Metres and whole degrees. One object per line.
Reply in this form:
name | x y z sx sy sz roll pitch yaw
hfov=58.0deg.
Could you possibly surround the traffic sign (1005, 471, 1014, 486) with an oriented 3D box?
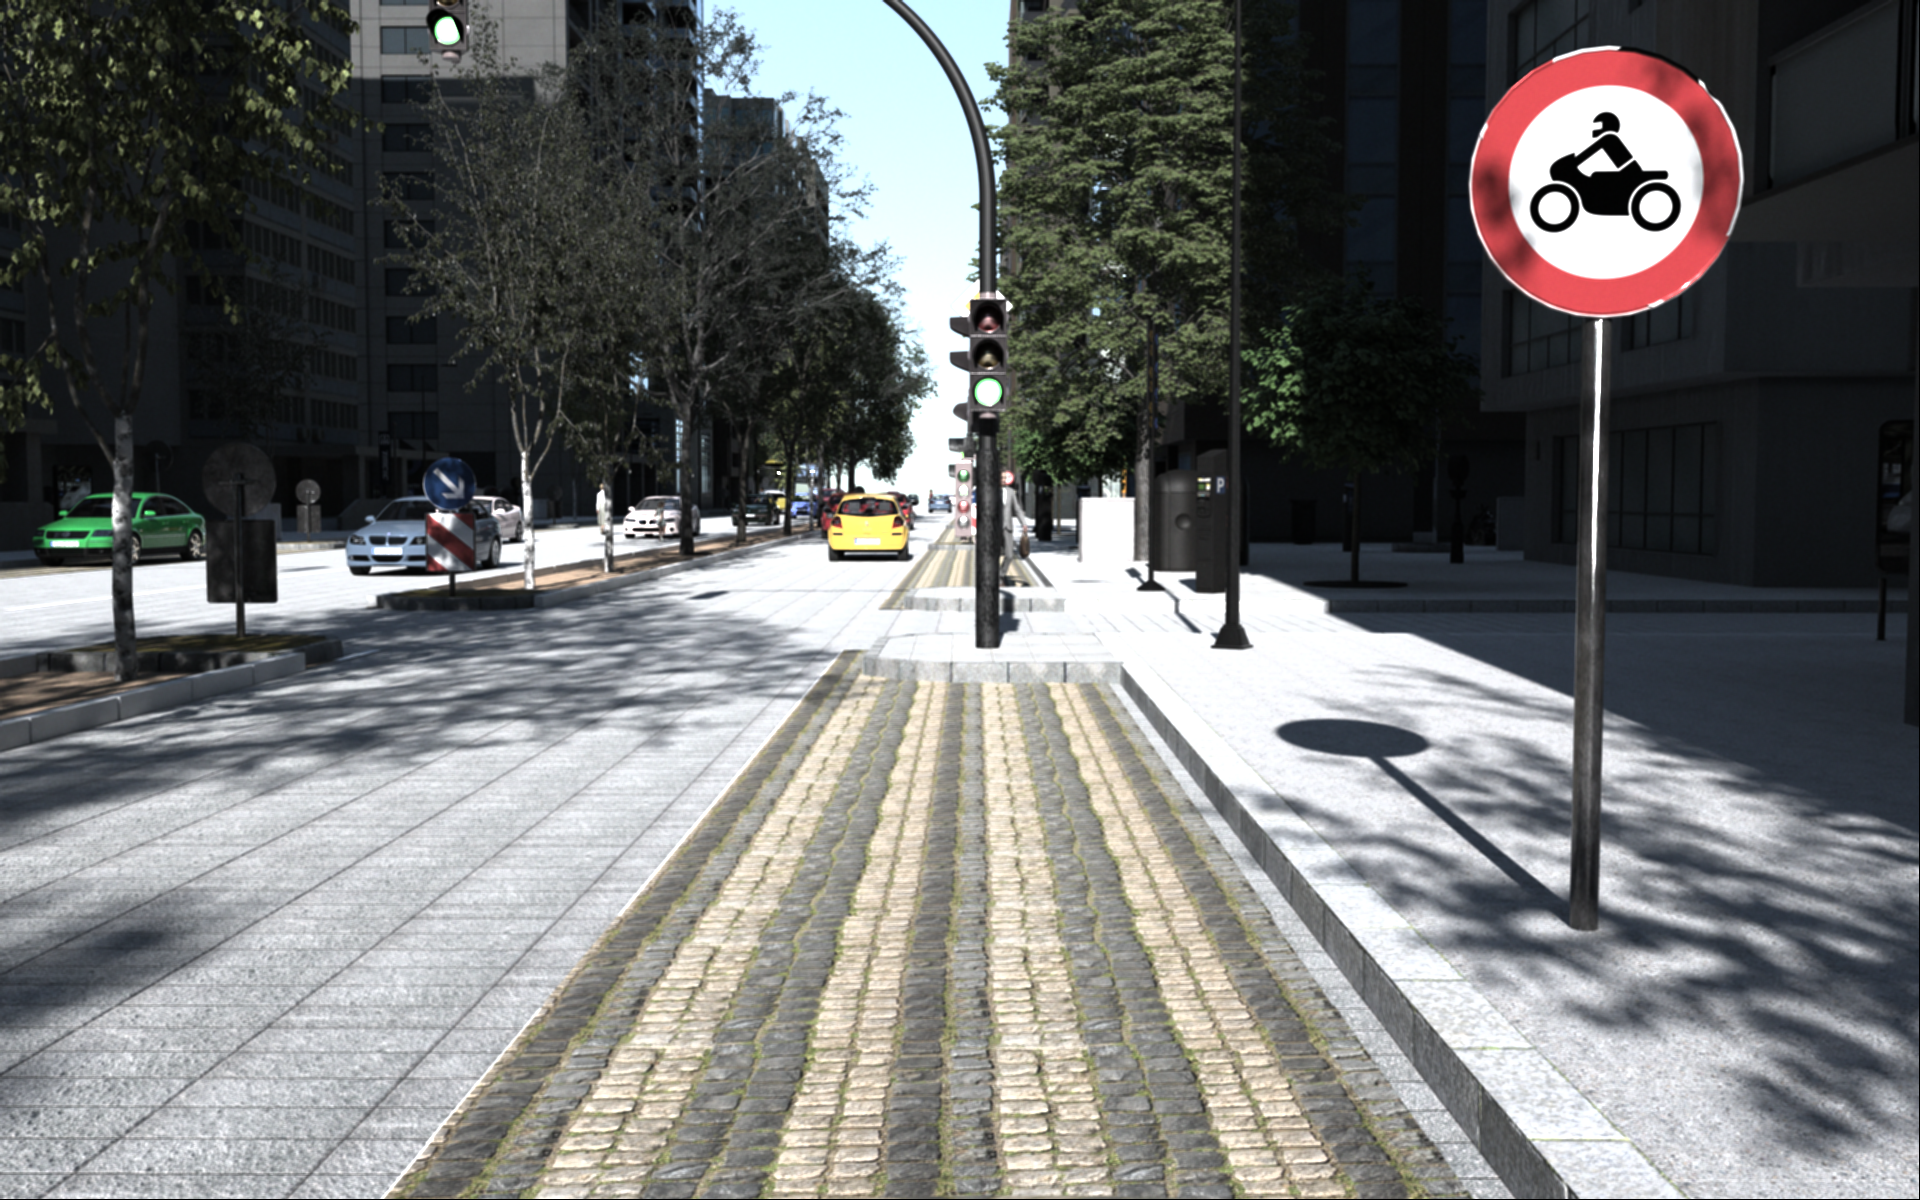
traffic sign | 2.602 -5.818 95.229 0.768 2.556 0.104 1 4 8

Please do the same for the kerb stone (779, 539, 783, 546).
kerb stone | -5.071 -1.571 47.876 0.120 0.150 1.000 0 4 0

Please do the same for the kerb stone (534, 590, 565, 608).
kerb stone | -5.289 -0.003 22.255 0.120 0.150 1.000 0 4 0

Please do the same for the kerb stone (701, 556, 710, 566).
kerb stone | -5.177 -0.754 34.540 0.120 0.150 1.000 0 4 0

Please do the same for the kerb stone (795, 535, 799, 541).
kerb stone | -5.033 -1.822 51.983 0.120 0.150 1.000 0 4 0

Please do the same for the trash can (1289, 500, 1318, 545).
trash can | 8.748 -1.985 44.109 0.748 1.137 0.748 0 3 0

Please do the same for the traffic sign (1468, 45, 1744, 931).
traffic sign | 1.845 -0.302 5.043 0.768 2.556 0.104 0 4 4

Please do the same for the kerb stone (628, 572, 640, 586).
kerb stone | -5.247 -0.315 27.372 0.120 0.150 1.000 0 4 0

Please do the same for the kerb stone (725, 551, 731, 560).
kerb stone | -5.153 -0.941 37.617 0.120 0.150 1.000 0 4 0

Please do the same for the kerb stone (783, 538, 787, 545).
kerb stone | -5.059 -1.628 48.909 0.120 0.150 1.000 0 4 0

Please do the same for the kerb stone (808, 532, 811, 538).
kerb stone | -5.004 -2.073 56.081 0.120 0.150 1.000 0 4 0

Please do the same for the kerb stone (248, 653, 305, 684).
kerb stone | -5.361 0.531 13.514 0.120 0.150 1.000 0 4 0

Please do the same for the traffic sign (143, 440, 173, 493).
traffic sign | -18.967 -2.497 40.939 0.768 2.556 0.104 1 4 8

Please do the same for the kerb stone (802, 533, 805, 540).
kerb stone | -5.009 -1.942 54.034 0.120 0.150 1.000 0 4 0

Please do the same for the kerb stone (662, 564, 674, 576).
kerb stone | -5.213 -0.504 30.437 0.120 0.150 1.000 0 4 0

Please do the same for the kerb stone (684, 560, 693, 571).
kerb stone | -5.196 -0.629 32.487 0.120 0.150 1.000 0 4 0

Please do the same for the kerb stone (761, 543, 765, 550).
kerb stone | -5.105 -1.320 43.772 0.120 0.150 1.000 0 4 0

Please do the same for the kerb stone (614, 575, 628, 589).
kerb stone | -5.253 -0.254 26.350 0.120 0.150 1.000 0 4 0

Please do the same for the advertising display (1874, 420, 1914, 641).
advertising display | 8.404 -0.590 14.861 0.974 1.923 0.123 3 5 42

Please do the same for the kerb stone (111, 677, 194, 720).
kerb stone | -5.370 0.656 11.463 0.120 0.150 1.000 0 4 0

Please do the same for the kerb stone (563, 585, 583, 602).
kerb stone | -5.280 -0.066 23.277 0.120 0.150 1.000 0 4 0

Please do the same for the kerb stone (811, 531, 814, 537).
kerb stone | -4.996 -2.135 57.107 0.120 0.150 1.000 0 4 0

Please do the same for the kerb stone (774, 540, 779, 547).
kerb stone | -5.076 -1.508 46.850 0.120 0.150 1.000 0 4 0

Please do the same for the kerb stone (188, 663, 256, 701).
kerb stone | -5.367 0.594 12.488 0.120 0.150 1.000 0 4 0

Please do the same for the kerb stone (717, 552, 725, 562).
kerb stone | -5.160 -0.877 36.590 0.120 0.150 1.000 0 4 0

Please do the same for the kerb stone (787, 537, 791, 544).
kerb stone | -5.054 -1.696 49.930 0.120 0.150 1.000 0 4 0

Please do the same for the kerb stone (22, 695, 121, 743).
kerb stone | -5.384 0.722 10.440 0.120 0.150 1.000 0 4 0

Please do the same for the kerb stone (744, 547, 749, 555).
kerb stone | -5.136 -1.131 40.701 0.120 0.150 1.000 0 4 0

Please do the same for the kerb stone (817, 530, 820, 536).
kerb stone | -4.976 -2.261 59.158 0.120 0.150 1.000 0 4 0

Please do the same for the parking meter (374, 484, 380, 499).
parking meter | -32.801 -5.610 97.433 0.255 1.863 0.399 -2 4 -29

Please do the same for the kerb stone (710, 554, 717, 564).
kerb stone | -5.172 -0.817 35.561 0.120 0.150 1.000 0 4 0

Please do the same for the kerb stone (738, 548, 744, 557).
kerb stone | -5.138 -1.068 39.671 0.120 0.150 1.000 0 4 0

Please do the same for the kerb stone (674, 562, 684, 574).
kerb stone | -5.204 -0.567 31.464 0.120 0.150 1.000 0 4 0

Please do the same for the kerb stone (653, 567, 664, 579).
kerb stone | -5.224 -0.438 29.416 0.120 0.150 1.000 0 4 0

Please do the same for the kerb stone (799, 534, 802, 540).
kerb stone | -5.030 -1.882 53.005 0.120 0.150 1.000 0 4 0

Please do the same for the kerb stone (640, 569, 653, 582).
kerb stone | -5.236 -0.379 28.394 0.120 0.150 1.000 0 4 0

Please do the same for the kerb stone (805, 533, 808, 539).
kerb stone | -5.011 -2.010 55.056 0.120 0.150 1.000 0 4 0

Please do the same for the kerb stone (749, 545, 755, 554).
kerb stone | -5.122 -1.188 41.723 0.120 0.150 1.000 0 4 0

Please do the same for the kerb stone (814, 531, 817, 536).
kerb stone | -4.985 -2.198 58.136 0.120 0.150 1.000 0 4 0

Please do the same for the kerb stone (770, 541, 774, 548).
kerb stone | -5.094 -1.445 45.824 0.120 0.150 1.000 0 4 0

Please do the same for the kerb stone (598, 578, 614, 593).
kerb stone | -5.258 -0.192 25.328 0.120 0.150 1.000 0 4 0

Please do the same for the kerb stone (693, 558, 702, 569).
kerb stone | -5.188 -0.687 33.510 0.120 0.150 1.000 0 4 0

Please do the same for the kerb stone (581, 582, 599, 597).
kerb stone | -5.274 -0.126 24.300 0.120 0.150 1.000 0 4 0

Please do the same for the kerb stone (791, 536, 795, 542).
kerb stone | -5.049 -1.756 50.954 0.120 0.150 1.000 0 4 0

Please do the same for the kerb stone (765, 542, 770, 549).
kerb stone | -5.098 -1.382 44.794 0.120 0.150 1.000 0 4 0

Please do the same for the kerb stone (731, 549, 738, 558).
kerb stone | -5.143 -1.006 38.647 0.120 0.150 1.000 0 4 0

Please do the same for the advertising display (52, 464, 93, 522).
advertising display | -19.177 -1.973 37.474 0.123 1.923 0.974 1 4 18

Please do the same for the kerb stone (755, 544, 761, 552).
kerb stone | -5.108 -1.255 42.748 0.120 0.150 1.000 0 4 0
